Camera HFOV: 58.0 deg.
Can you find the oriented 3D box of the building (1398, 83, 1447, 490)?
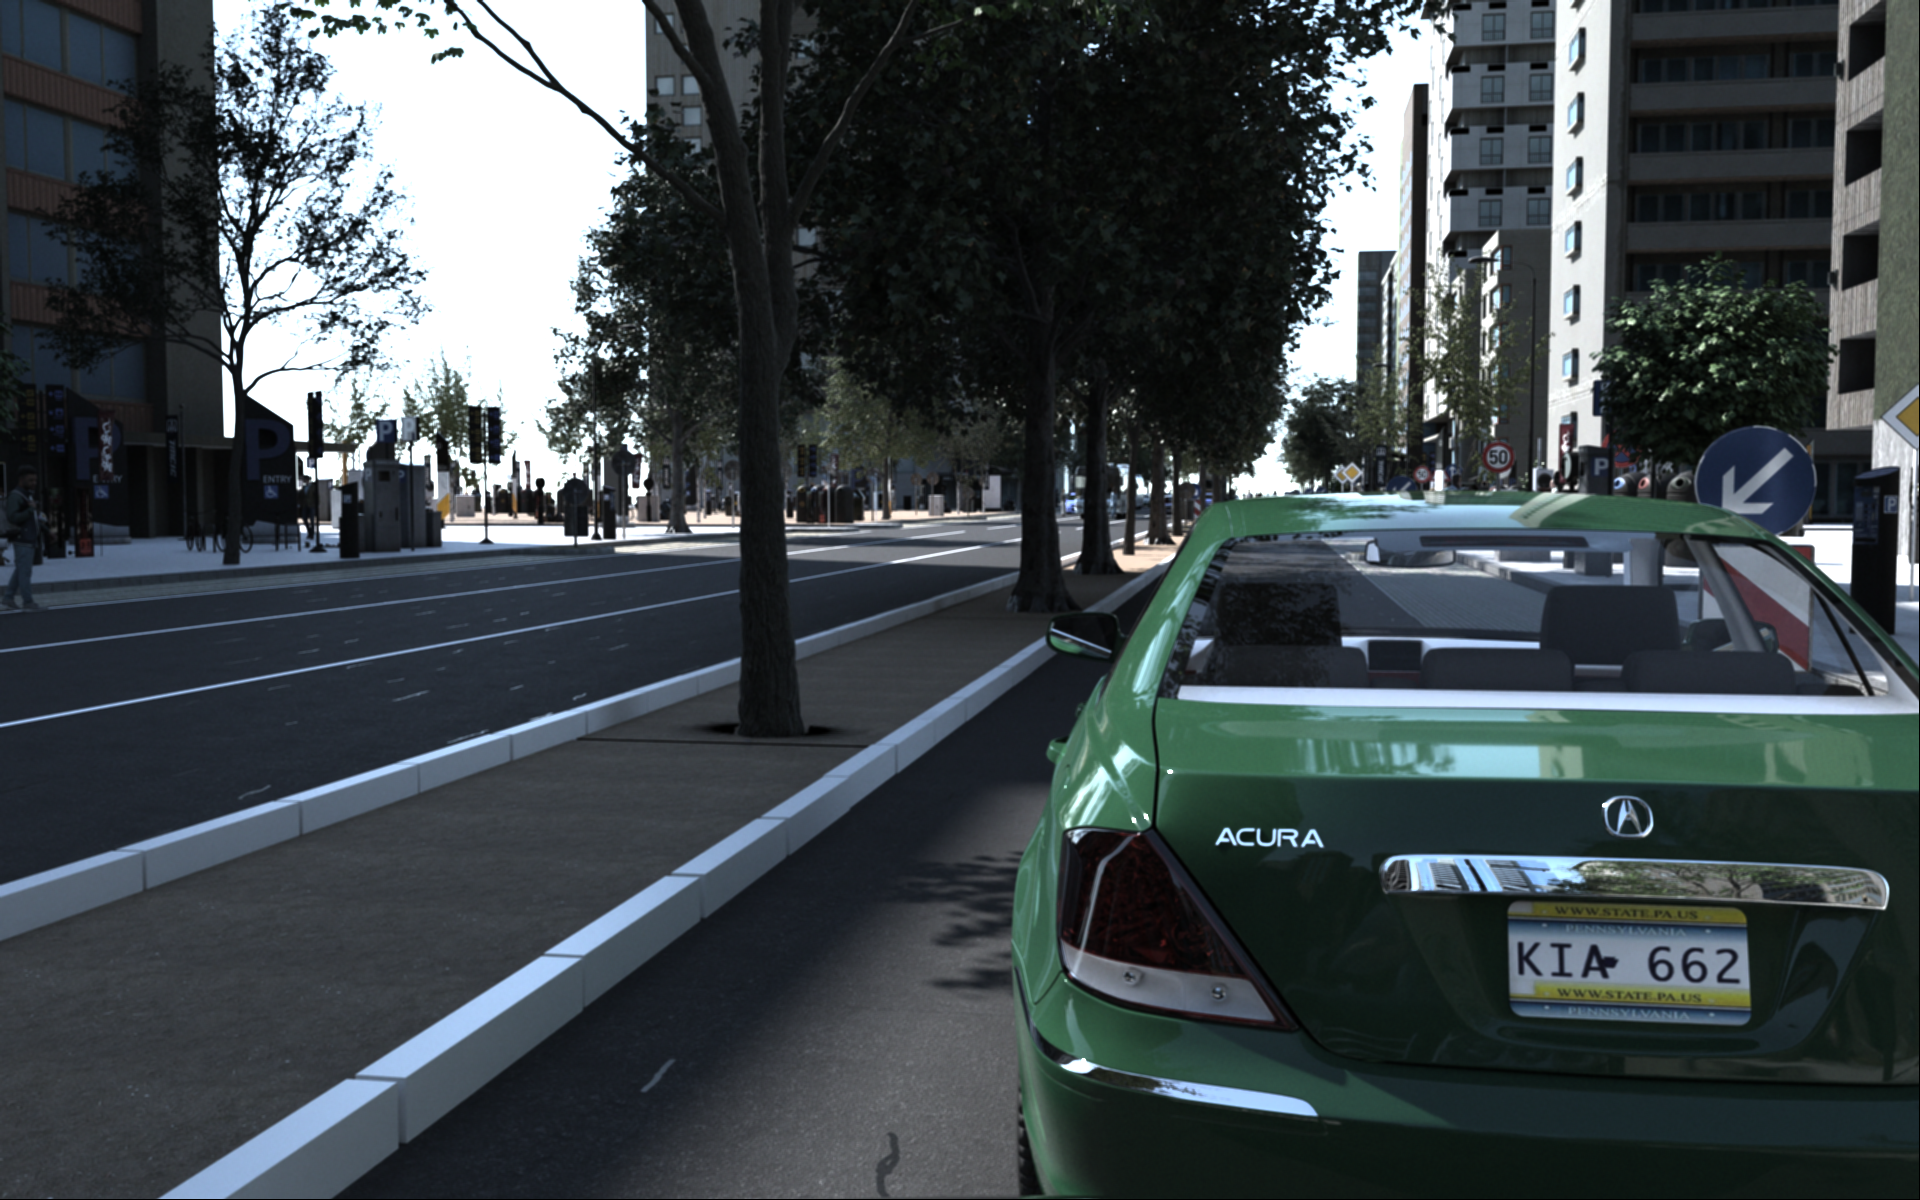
[{"bbox_3d":[54.542,-32.692,184.623,14.600,45.320,14.200,1,4,10],"label":"building"}]

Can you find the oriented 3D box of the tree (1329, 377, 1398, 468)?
[{"bbox_3d":[30.810,-12.484,138.530,8.767,10.594,7.601,1,4,17],"label":"tree"}]

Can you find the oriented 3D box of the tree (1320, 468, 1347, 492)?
[{"bbox_3d":[27.506,-8.007,125.521,1.663,3.219,1.824,0,3,0],"label":"tree"}]

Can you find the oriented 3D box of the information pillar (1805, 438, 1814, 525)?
[{"bbox_3d":[35.720,-4.990,72.933,0.504,3.616,0.183,-2,4,-24],"label":"information pillar"}]

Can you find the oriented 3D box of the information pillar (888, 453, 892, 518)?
[{"bbox_3d":[-3.871,-6.300,94.362,0.183,3.616,0.504,-1,4,-21],"label":"information pillar"}]

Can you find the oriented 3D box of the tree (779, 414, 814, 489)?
[{"bbox_3d":[-12.245,-10.357,119.705,4.360,8.622,3.978,0,3,0],"label":"tree"}]

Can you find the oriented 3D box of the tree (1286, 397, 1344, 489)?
[{"bbox_3d":[41.463,-17.309,201.136,7.486,12.596,7.792,0,3,0],"label":"tree"}]

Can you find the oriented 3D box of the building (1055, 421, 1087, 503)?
[{"bbox_3d":[11.761,-59.562,286.511,22.319,86.520,31.000,1,4,10],"label":"building"}]

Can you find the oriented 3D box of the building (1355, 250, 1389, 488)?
[{"bbox_3d":[73.331,-37.107,290.301,14.154,41.232,14.086,1,4,10],"label":"building"}]

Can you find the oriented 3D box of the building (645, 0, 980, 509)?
[{"bbox_3d":[-12.380,-35.165,164.191,28.713,52.752,27.495,1,4,10],"label":"building"}]

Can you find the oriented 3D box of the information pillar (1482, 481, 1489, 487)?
[{"bbox_3d":[30.430,-5.867,100.413,0.304,2.012,0.304,2,4,33],"label":"information pillar"}]

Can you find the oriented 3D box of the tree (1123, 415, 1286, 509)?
[{"bbox_3d":[12.784,-10.370,90.127,7.486,12.596,7.792,0,3,0],"label":"tree"}]

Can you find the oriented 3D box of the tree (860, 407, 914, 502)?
[{"bbox_3d":[-5.380,-10.898,128.537,4.737,8.622,4.395,0,3,0],"label":"tree"}]

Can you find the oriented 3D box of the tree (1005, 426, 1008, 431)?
[{"bbox_3d":[1.512,-10.168,116.602,4.360,8.622,3.978,0,3,0],"label":"tree"}]

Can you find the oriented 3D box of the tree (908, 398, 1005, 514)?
[{"bbox_3d":[-0.265,-9.708,109.084,4.360,8.622,3.978,0,3,0],"label":"tree"}]

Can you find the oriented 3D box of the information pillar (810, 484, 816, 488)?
[{"bbox_3d":[-10.443,-7.245,122.955,0.304,2.012,0.304,1,4,18],"label":"information pillar"}]

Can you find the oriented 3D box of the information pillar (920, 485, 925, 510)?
[{"bbox_3d":[-2.995,-8.114,137.150,0.304,2.012,0.304,3,5,40],"label":"information pillar"}]

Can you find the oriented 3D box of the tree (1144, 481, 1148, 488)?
[{"bbox_3d":[25.397,-16.237,249.195,4.285,4.588,4.351,0,3,0],"label":"tree"}]

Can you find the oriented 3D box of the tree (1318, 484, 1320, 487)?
[{"bbox_3d":[38.489,-11.495,182.551,1.663,3.219,1.824,0,3,0],"label":"tree"}]

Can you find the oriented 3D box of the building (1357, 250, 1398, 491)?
[{"bbox_3d":[78.846,-35.362,270.053,32.217,40.220,23.993,1,4,10],"label":"building"}]

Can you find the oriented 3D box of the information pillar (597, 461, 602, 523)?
[{"bbox_3d":[-16.035,-5.227,76.813,0.183,3.616,0.504,1,4,12],"label":"information pillar"}]

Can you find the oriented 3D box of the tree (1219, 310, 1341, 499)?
[{"bbox_3d":[18.501,-15.735,115.610,12.611,20.169,13.585,0,3,0],"label":"tree"}]

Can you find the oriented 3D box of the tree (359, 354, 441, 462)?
[{"bbox_3d":[-29.014,-8.566,90.422,4.360,8.622,3.978,0,3,0],"label":"tree"}]

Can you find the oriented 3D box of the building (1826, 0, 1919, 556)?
[{"bbox_3d":[27.187,-16.278,37.845,14.160,30.474,14.107,1,4,10],"label":"building"}]

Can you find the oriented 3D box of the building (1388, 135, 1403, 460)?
[{"bbox_3d":[57.154,-31.500,198.622,14.154,41.232,14.086,1,4,10],"label":"building"}]

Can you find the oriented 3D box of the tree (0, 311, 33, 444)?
[{"bbox_3d":[-14.786,-2.470,24.102,4.285,4.588,4.351,0,3,0],"label":"tree"}]

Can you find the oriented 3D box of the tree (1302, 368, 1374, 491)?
[{"bbox_3d":[37.296,-16.422,175.157,9.857,13.997,8.962,0,3,0],"label":"tree"}]

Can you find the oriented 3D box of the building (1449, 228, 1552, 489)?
[{"bbox_3d":[51.268,-17.140,125.281,27.650,21.520,28.899,1,4,10],"label":"building"}]

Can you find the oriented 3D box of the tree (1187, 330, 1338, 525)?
[{"bbox_3d":[11.061,-10.181,79.278,12.009,13.543,11.850,0,3,0],"label":"tree"}]

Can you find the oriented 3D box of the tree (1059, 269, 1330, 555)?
[{"bbox_3d":[3.865,-6.301,39.890,8.767,10.594,7.601,1,4,10],"label":"tree"}]

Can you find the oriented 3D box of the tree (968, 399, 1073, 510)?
[{"bbox_3d":[4.759,-14.162,138.210,9.857,13.997,8.962,0,3,0],"label":"tree"}]

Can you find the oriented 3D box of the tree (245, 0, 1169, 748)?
[{"bbox_3d":[-1.216,-5.008,10.102,9.928,11.665,9.643,0,3,0],"label":"tree"}]

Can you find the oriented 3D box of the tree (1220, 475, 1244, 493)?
[{"bbox_3d":[16.068,-9.472,107.690,4.360,8.622,3.978,0,3,0],"label":"tree"}]

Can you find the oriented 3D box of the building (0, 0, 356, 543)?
[{"bbox_3d":[-36.789,-24.194,50.195,28.867,44.769,22.147,1,4,10],"label":"building"}]

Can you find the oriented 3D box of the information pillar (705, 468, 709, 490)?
[{"bbox_3d":[-22.163,-9.804,151.656,0.183,3.616,0.504,2,4,24],"label":"information pillar"}]

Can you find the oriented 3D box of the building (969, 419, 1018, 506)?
[{"bbox_3d":[-4.658,-34.504,187.836,21.300,48.544,21.600,1,4,10],"label":"building"}]

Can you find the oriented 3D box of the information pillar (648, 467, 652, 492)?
[{"bbox_3d":[-26.955,-9.748,150.737,0.183,3.616,0.504,2,4,26],"label":"information pillar"}]

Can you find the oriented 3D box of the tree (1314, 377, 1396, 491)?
[{"bbox_3d":[24.263,-9.481,105.371,4.360,8.622,3.978,0,3,0],"label":"tree"}]

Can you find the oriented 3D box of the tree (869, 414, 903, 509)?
[{"bbox_3d":[-5.801,-12.047,147.325,4.360,8.622,3.978,0,3,0],"label":"tree"}]

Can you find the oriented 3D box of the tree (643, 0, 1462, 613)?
[{"bbox_3d":[0.966,-6.194,20.732,9.611,12.733,9.660,0,3,0],"label":"tree"}]

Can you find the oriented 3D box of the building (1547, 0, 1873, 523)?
[{"bbox_3d":[40.550,-28.151,83.975,21.600,48.544,21.300,1,4,10],"label":"building"}]

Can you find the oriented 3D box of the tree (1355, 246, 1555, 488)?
[{"bbox_3d":[15.226,-6.209,51.887,4.737,8.622,4.395,0,3,0],"label":"tree"}]

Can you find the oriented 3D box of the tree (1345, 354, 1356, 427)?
[{"bbox_3d":[20.549,-8.124,83.185,4.737,8.622,4.395,0,3,0],"label":"tree"}]

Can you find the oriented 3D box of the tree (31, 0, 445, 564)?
[{"bbox_3d":[-12.975,-5.931,31.391,7.601,10.594,8.767,-1,4,-14],"label":"tree"}]

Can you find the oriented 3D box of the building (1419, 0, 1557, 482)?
[{"bbox_3d":[58.721,-35.063,162.522,28.713,52.752,27.495,1,4,10],"label":"building"}]

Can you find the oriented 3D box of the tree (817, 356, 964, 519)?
[{"bbox_3d":[-3.353,-10.369,87.668,7.486,12.596,7.792,0,3,0],"label":"tree"}]

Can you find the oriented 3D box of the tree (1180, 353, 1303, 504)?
[{"bbox_3d":[14.779,-11.629,99.252,9.857,13.997,8.962,0,3,0],"label":"tree"}]

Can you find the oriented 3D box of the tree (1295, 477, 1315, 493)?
[{"bbox_3d":[57.354,-20.731,289.312,4.737,8.622,4.395,0,3,0],"label":"tree"}]

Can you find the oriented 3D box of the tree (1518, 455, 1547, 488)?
[{"bbox_3d":[27.861,-5.468,84.000,1.663,3.219,1.824,0,3,0],"label":"tree"}]

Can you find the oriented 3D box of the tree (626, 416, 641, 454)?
[{"bbox_3d":[-23.249,-11.038,130.840,4.360,8.622,3.978,0,3,0],"label":"tree"}]

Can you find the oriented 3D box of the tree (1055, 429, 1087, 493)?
[{"bbox_3d":[10.874,-13.209,166.336,4.360,8.622,3.978,0,3,0],"label":"tree"}]

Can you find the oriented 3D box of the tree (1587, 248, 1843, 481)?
[{"bbox_3d":[10.020,-2.417,23.230,4.285,4.588,4.351,0,3,0],"label":"tree"}]

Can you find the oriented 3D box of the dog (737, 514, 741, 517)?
[{"bbox_3d":[-12.221,-4.841,96.888,0.748,0.427,0.550,0,4,-5],"label":"dog"}]

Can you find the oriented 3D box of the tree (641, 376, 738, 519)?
[{"bbox_3d":[-13.546,-8.567,90.426,4.360,8.622,3.978,0,3,0],"label":"tree"}]
